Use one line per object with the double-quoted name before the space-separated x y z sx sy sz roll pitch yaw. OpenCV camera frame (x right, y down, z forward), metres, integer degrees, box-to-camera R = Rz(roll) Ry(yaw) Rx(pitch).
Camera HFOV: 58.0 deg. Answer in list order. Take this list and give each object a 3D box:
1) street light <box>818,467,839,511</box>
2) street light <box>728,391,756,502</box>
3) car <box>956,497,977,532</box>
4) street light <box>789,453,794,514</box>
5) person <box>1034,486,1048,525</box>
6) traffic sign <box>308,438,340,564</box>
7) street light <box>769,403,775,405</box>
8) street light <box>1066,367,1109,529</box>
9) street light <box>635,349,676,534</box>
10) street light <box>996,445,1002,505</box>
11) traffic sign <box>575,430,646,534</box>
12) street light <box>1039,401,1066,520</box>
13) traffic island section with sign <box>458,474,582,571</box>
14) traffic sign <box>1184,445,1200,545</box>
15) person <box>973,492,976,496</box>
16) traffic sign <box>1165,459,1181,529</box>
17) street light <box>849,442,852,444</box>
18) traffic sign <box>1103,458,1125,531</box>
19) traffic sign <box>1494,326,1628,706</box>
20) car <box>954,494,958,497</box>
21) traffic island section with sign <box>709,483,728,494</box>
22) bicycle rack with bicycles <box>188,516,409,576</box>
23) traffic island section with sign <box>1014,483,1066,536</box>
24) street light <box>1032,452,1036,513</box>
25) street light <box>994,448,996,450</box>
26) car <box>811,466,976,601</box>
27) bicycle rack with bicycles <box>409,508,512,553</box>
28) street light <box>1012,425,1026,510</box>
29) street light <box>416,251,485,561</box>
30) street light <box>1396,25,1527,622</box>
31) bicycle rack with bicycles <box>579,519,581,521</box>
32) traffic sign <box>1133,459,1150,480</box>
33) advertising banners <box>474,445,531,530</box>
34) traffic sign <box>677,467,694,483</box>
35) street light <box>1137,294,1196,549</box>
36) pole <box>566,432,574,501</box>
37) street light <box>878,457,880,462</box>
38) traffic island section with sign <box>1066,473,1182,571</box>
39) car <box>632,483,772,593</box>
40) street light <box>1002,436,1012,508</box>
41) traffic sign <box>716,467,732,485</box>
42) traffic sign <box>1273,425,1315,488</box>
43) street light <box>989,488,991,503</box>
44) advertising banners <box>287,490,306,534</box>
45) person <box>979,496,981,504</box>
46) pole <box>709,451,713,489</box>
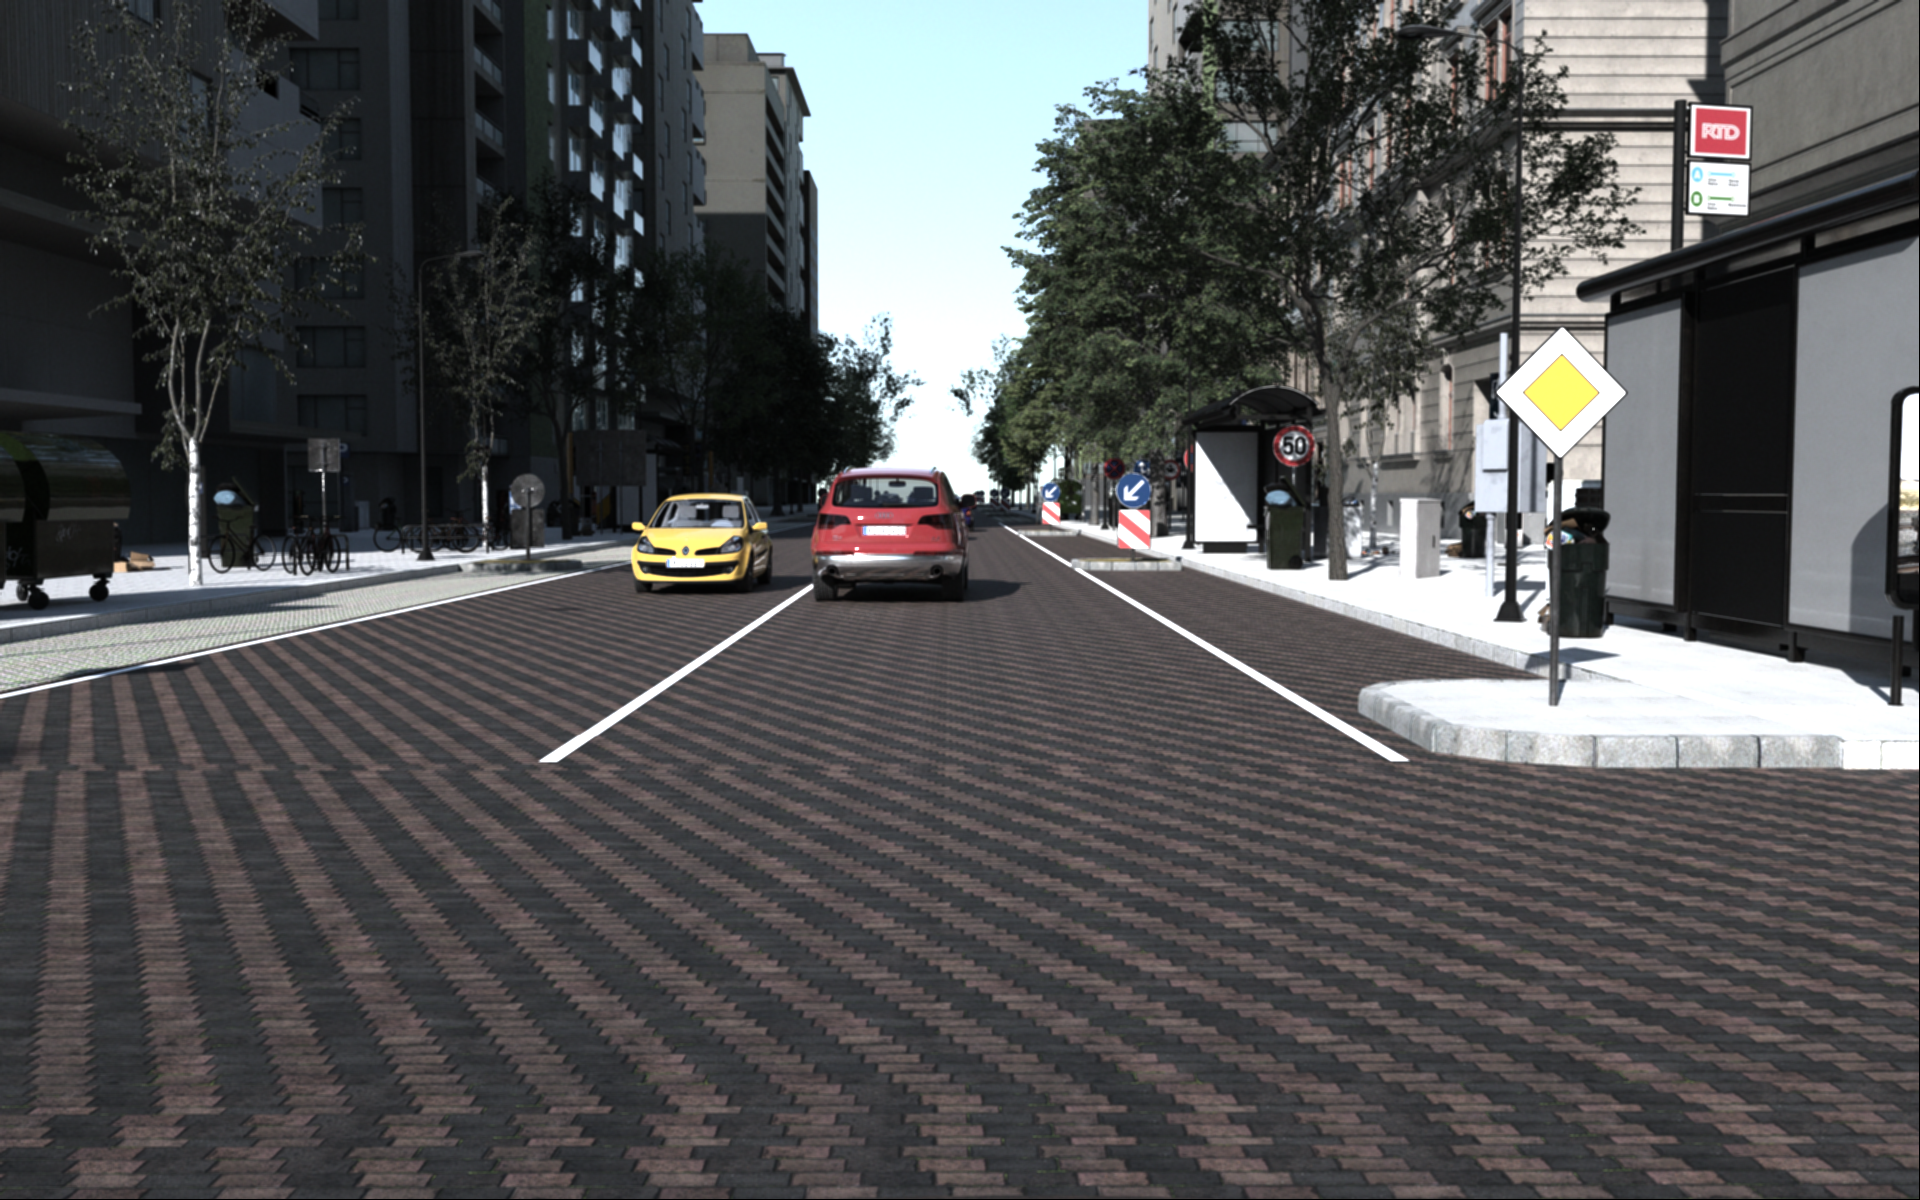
"street light" -10.242 -9.841 133.442 1.470 5.913 1.316 0 4 0
"street light" -9.896 -6.458 78.132 1.470 5.913 1.316 0 4 0
"car" -0.323 -3.331 67.041 1.945 1.354 3.894 0 4 1
"street light" -10.190 -8.418 110.181 1.470 5.913 1.316 0 4 0
"person" 3.775 -4.421 80.885 0.635 1.810 0.391 -1 4 -13
"traffic sign" -11.680 -1.816 31.817 0.606 2.300 0.079 0 4 7
"street light" -10.023 -7.046 87.749 1.470 5.913 1.316 0 4 0
"street light" 4.724 -5.516 62.720 1.470 5.913 1.316 0 4 0
"street light" -9.751 -5.086 55.700 1.470 5.913 1.316 0 4 0
"street light" 4.328 -11.594 162.108 1.470 5.913 1.316 0 4 0
"traffic sign" -11.054 -3.730 54.853 2.265 3.308 0.079 0 4 4
"street light" 4.714 -6.912 85.552 1.470 5.913 1.316 0 4 0
"traffic island section with sign" -8.253 -1.477 32.781 1.989 1.847 2.006 0 4 0
"traffic sign" 5.976 -2.645 43.344 0.768 2.556 0.104 0 4 1
"person" 1.951 -13.495 229.958 1.217 1.723 0.721 1 4 17
"traffic sign" 7.719 -3.888 63.671 0.768 2.556 0.104 0 3 0
"street light" -10.373 -11.213 155.874 1.470 5.913 1.316 0 4 0
"traffic sign" 5.393 -3.701 60.615 0.768 2.556 0.104 0 3 0
"traffic sign" 3.594 -0.415 10.435 0.795 2.450 0.064 0 4 0
"car" -0.878 -11.319 194.844 2.009 1.686 4.222 0 4 1
"traffic island section with sign" -8.401 -3.157 60.246 1.989 1.847 2.006 0 4 0
"bicycle rack with bicycles" -11.125 -0.923 28.470 2.852 0.926 2.925 1 4 8
"traffic island section with sign" 3.019 -3.164 60.365 1.989 1.847 2.006 0 4 0
"street light" 4.623 -7.440 94.189 1.470 5.913 1.316 0 4 0
"street light" 4.186 -12.461 176.270 1.470 5.913 1.316 0 4 0
"car" -0.915 -0.979 24.680 2.281 1.827 5.304 0 4 1
"bicycle rack with bicycles" -11.458 -1.524 38.303 2.925 0.926 2.852 -1 4 -10
"street light" 4.449 -8.823 116.797 1.470 5.913 1.316 0 4 0
"street light" -9.774 -3.714 33.266 1.470 5.913 1.316 0 4 0
"street light" 5.023 -2.740 17.335 1.470 5.913 1.316 0 4 0
"bicycle rack with bicycles" -18.902 -4.079 80.073 2.925 0.926 2.852 0 4 -5
"traffic sign" 6.745 -3.889 63.697 0.768 2.556 0.104 0 4 2
"advertising banners" -16.377 -4.036 62.176 2.074 3.025 0.090 0 4 -5
"traffic sign" -12.421 -4.784 78.328 0.768 2.556 0.104 0 4 3
"street light" 4.800 -4.144 40.288 1.470 5.913 1.316 0 4 0
"pole" -12.882 -3.876 57.223 0.158 3.312 0.155 0 3 0
"street light" -10.632 -14.854 215.400 1.470 5.913 1.316 0 4 0
"traffic island section with sign" 3.164 -1.516 33.410 1.989 1.847 2.006 0 4 0
"car" -3.870 -0.985 26.334 2.015 1.641 3.980 0 3 0
"street light" 4.320 -10.195 139.229 1.470 5.913 1.316 0 4 0
"traffic sign" -11.129 -4.985 81.611 0.768 2.556 0.104 0 4 1
"traffic sign" 6.155 -1.948 31.961 0.768 2.556 0.104 1 4 8
"street light" 3.942 -13.832 198.701 1.470 5.913 1.316 0 4 0
"advertising banners" -21.440 -3.585 54.806 0.090 3.025 2.074 1 4 17
"person" 2.603 -13.490 232.277 0.599 1.433 0.991 1 4 20
"pole" -11.833 -5.413 82.339 0.158 3.312 0.155 0 3 0
